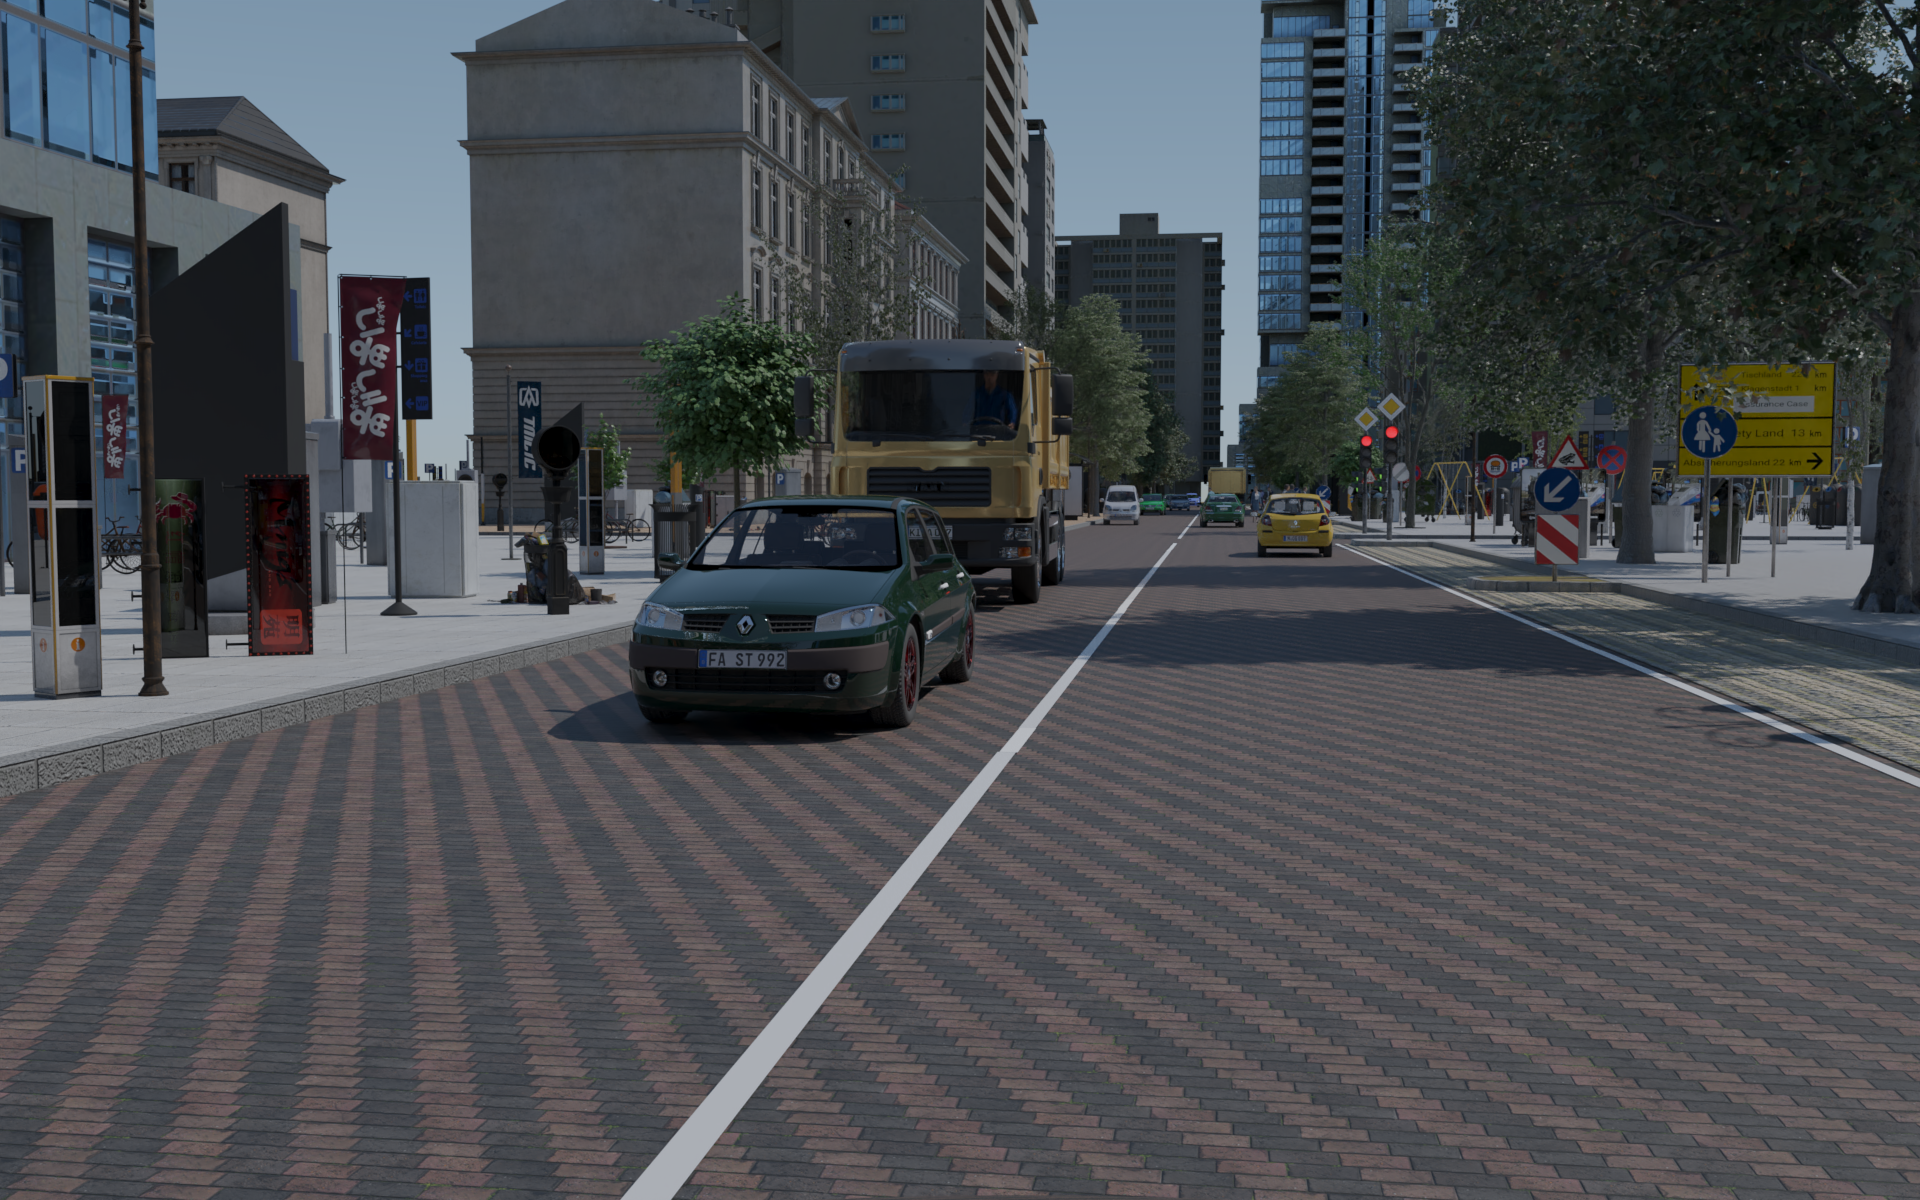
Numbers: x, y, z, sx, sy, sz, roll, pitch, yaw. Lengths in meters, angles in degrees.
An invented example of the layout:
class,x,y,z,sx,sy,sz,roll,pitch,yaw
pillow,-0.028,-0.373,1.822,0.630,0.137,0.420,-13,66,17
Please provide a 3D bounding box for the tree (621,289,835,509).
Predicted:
class,x,y,z,sx,sy,sz,roll,pitch,yaw
tree,-3.699,-2.701,27.873,4.285,4.588,4.351,0,3,0

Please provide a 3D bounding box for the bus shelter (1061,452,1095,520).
class,x,y,z,sx,sy,sz,roll,pitch,yaw
bus shelter,5.553,-5.669,86.613,2.014,3.302,5.546,1,4,8

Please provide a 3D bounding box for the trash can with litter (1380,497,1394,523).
class,x,y,z,sx,sy,sz,roll,pitch,yaw
trash can with litter,19.041,-4.029,77.254,0.624,1.170,1.055,1,4,14

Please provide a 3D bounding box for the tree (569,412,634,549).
class,x,y,z,sx,sy,sz,roll,pitch,yaw
tree,-8.517,-2.824,40.778,1.663,3.219,1.824,0,3,0

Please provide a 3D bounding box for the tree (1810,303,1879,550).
class,x,y,z,sx,sy,sz,roll,pitch,yaw
tree,20.222,-5.458,39.594,4.360,8.622,3.978,0,3,0

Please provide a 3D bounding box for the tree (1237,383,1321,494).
class,x,y,z,sx,sy,sz,roll,pitch,yaw
tree,36.380,-17.642,195.103,9.857,13.997,8.962,0,3,0

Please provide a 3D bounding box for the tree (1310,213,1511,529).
class,x,y,z,sx,sy,sz,roll,pitch,yaw
tree,16.795,-8.466,64.167,9.928,11.665,9.643,0,3,0

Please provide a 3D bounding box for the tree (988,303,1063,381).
class,x,y,z,sx,sy,sz,roll,pitch,yaw
tree,1.715,-7.082,66.146,4.360,8.622,3.978,0,3,0

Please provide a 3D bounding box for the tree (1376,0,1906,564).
class,x,y,z,sx,sy,sz,roll,pitch,yaw
tree,12.637,-7.647,31.687,9.857,13.997,8.962,0,3,0

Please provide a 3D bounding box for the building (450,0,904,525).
class,x,y,z,sx,sy,sz,roll,pitch,yaw
building,-11.443,-16.463,88.255,14.460,24.649,34.723,1,4,8

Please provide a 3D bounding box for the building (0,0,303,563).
class,x,y,z,sx,sy,sz,roll,pitch,yaw
building,-32.787,-43.910,30.595,31.000,86.520,22.319,1,4,8

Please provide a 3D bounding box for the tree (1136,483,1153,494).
class,x,y,z,sx,sy,sz,roll,pitch,yaw
tree,20.695,-14.532,187.964,4.360,8.622,3.978,0,3,0

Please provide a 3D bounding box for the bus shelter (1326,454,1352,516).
class,x,y,z,sx,sy,sz,roll,pitch,yaw
bus shelter,22.889,-6.855,103.358,1.731,3.624,6.357,1,4,8

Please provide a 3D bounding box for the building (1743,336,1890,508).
class,x,y,z,sx,sy,sz,roll,pitch,yaw
building,91.635,-20.042,172.726,28.899,21.520,27.650,1,4,8

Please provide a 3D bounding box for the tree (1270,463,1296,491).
class,x,y,z,sx,sy,sz,roll,pitch,yaw
tree,31.165,-10.823,160.667,4.285,4.588,4.351,0,3,0

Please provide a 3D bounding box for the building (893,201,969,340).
class,x,y,z,sx,sy,sz,roll,pitch,yaw
building,-6.598,-17.103,115.792,11.583,22.565,21.152,1,4,8

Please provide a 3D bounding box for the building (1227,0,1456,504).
class,x,y,z,sx,sy,sz,roll,pitch,yaw
building,51.619,-56.159,230.874,31.000,86.520,22.319,1,4,8

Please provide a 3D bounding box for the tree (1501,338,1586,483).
class,x,y,z,sx,sy,sz,roll,pitch,yaw
tree,25.441,-7.617,74.900,4.737,8.622,4.395,0,3,0

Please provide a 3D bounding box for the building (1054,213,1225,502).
class,x,y,z,sx,sy,sz,roll,pitch,yaw
building,24.874,-33.671,242.396,23.993,40.220,32.217,1,4,8

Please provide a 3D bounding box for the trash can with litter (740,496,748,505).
class,x,y,z,sx,sy,sz,roll,pitch,yaw
trash can with litter,-7.361,-3.049,60.911,1.678,1.210,2.233,2,4,24

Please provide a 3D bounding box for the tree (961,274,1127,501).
class,x,y,z,sx,sy,sz,roll,pitch,yaw
tree,3.667,-8.514,73.619,7.601,10.594,8.767,2,4,32

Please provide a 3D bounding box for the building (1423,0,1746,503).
class,x,y,z,sx,sy,sz,roll,pitch,yaw
building,48.741,-42.705,136.476,20.563,71.187,20.611,1,4,8

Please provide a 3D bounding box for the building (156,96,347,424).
class,x,y,z,sx,sy,sz,roll,pitch,yaw
building,-39.590,-13.129,79.281,19.286,19.102,10.561,1,4,8

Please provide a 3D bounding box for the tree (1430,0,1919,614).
class,x,y,z,sx,sy,sz,roll,pitch,yaw
tree,10.230,-6.207,18.485,9.611,12.733,9.660,0,3,0

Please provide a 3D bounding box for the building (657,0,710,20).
class,x,y,z,sx,sy,sz,roll,pitch,yaw
building,-18.242,-39.675,190.693,28.212,58.520,21.231,1,4,8

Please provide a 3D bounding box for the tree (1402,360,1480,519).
class,x,y,z,sx,sy,sz,roll,pitch,yaw
tree,25.488,-8.595,90.887,4.360,8.622,3.978,0,3,0

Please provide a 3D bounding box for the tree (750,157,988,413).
class,x,y,z,sx,sy,sz,roll,pitch,yaw
tree,-2.310,-5.308,37.154,4.360,8.622,3.978,0,3,0

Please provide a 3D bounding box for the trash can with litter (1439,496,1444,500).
class,x,y,z,sx,sy,sz,roll,pitch,yaw
trash can with litter,32.682,-6.558,118.279,1.678,1.210,2.233,-3,4,-38

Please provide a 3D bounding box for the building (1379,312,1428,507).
class,x,y,z,sx,sy,sz,roll,pitch,yaw
building,58.106,-20.236,175.900,27.650,21.520,28.899,1,4,8

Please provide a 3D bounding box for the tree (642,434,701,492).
class,x,y,z,sx,sy,sz,roll,pitch,yaw
tree,-7.827,-3.302,48.583,1.663,3.219,1.824,0,3,0

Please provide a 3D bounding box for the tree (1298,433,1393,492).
class,x,y,z,sx,sy,sz,roll,pitch,yaw
tree,21.117,-6.608,91.761,4.285,4.588,4.351,0,3,0

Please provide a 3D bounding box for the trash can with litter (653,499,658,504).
class,x,y,z,sx,sy,sz,roll,pitch,yaw
trash can with litter,-12.219,-3.614,70.482,1.055,1.170,0.624,0,4,-6

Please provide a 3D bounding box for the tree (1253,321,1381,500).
class,x,y,z,sx,sy,sz,roll,pitch,yaw
tree,23.894,-11.983,114.047,7.486,12.596,7.792,0,3,0

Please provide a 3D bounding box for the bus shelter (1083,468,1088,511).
class,x,y,z,sx,sy,sz,roll,pitch,yaw
bus shelter,9.132,-8.276,126.597,1.731,3.624,6.357,1,4,8

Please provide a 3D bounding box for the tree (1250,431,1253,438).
class,x,y,z,sx,sy,sz,roll,pitch,yaw
tree,28.929,-14.202,150.325,7.486,12.596,7.792,0,3,0

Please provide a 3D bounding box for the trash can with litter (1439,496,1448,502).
class,x,y,z,sx,sy,sz,roll,pitch,yaw
trash can with litter,30.751,-6.100,111.120,1.055,1.170,0.624,1,4,21

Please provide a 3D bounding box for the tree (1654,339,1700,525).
class,x,y,z,sx,sy,sz,roll,pitch,yaw
tree,28.499,-7.119,66.765,4.360,8.622,3.978,0,3,0

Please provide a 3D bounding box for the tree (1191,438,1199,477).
class,x,y,z,sx,sy,sz,roll,pitch,yaw
tree,18.288,-15.817,175.609,9.611,12.733,9.660,0,3,0

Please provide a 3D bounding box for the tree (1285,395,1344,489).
class,x,y,z,sx,sy,sz,roll,pitch,yaw
tree,25.214,-10.464,121.441,4.737,8.622,4.395,0,3,0

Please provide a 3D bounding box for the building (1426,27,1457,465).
class,x,y,z,sx,sy,sz,roll,pitch,yaw
building,48.945,-28.830,154.959,14.154,41.232,14.086,1,4,8

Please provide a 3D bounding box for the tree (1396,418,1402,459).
class,x,y,z,sx,sy,sz,roll,pitch,yaw
tree,33.726,-10.727,125.742,4.360,8.622,3.978,0,3,0

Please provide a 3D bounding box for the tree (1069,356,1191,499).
class,x,y,z,sx,sy,sz,roll,pitch,yaw
tree,13.136,-13.518,138.031,9.611,12.733,9.660,0,3,0

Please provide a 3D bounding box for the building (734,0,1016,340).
class,x,y,z,sx,sy,sz,roll,pitch,yaw
building,-7.140,-31.903,145.317,21.300,48.544,21.600,1,4,8

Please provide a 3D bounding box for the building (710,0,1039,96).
class,x,y,z,sx,sy,sz,roll,pitch,yaw
building,-7.783,-35.565,170.732,28.713,52.752,27.495,1,4,8

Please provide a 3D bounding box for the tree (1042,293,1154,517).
class,x,y,z,sx,sy,sz,roll,pitch,yaw
tree,7.369,-11.030,98.464,7.486,12.596,7.792,0,3,0

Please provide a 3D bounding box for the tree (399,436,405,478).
class,x,y,z,sx,sy,sz,roll,pitch,yaw
tree,-15.970,-3.293,48.440,1.663,3.219,1.824,0,3,0

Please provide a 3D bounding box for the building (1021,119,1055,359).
class,x,y,z,sx,sy,sz,roll,pitch,yaw
building,3.211,-31.080,191.747,14.086,41.232,14.154,1,4,8

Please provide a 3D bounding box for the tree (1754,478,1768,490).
class,x,y,z,sx,sy,sz,roll,pitch,yaw
tree,46.288,-9.018,97.801,4.737,8.622,4.395,0,3,0
